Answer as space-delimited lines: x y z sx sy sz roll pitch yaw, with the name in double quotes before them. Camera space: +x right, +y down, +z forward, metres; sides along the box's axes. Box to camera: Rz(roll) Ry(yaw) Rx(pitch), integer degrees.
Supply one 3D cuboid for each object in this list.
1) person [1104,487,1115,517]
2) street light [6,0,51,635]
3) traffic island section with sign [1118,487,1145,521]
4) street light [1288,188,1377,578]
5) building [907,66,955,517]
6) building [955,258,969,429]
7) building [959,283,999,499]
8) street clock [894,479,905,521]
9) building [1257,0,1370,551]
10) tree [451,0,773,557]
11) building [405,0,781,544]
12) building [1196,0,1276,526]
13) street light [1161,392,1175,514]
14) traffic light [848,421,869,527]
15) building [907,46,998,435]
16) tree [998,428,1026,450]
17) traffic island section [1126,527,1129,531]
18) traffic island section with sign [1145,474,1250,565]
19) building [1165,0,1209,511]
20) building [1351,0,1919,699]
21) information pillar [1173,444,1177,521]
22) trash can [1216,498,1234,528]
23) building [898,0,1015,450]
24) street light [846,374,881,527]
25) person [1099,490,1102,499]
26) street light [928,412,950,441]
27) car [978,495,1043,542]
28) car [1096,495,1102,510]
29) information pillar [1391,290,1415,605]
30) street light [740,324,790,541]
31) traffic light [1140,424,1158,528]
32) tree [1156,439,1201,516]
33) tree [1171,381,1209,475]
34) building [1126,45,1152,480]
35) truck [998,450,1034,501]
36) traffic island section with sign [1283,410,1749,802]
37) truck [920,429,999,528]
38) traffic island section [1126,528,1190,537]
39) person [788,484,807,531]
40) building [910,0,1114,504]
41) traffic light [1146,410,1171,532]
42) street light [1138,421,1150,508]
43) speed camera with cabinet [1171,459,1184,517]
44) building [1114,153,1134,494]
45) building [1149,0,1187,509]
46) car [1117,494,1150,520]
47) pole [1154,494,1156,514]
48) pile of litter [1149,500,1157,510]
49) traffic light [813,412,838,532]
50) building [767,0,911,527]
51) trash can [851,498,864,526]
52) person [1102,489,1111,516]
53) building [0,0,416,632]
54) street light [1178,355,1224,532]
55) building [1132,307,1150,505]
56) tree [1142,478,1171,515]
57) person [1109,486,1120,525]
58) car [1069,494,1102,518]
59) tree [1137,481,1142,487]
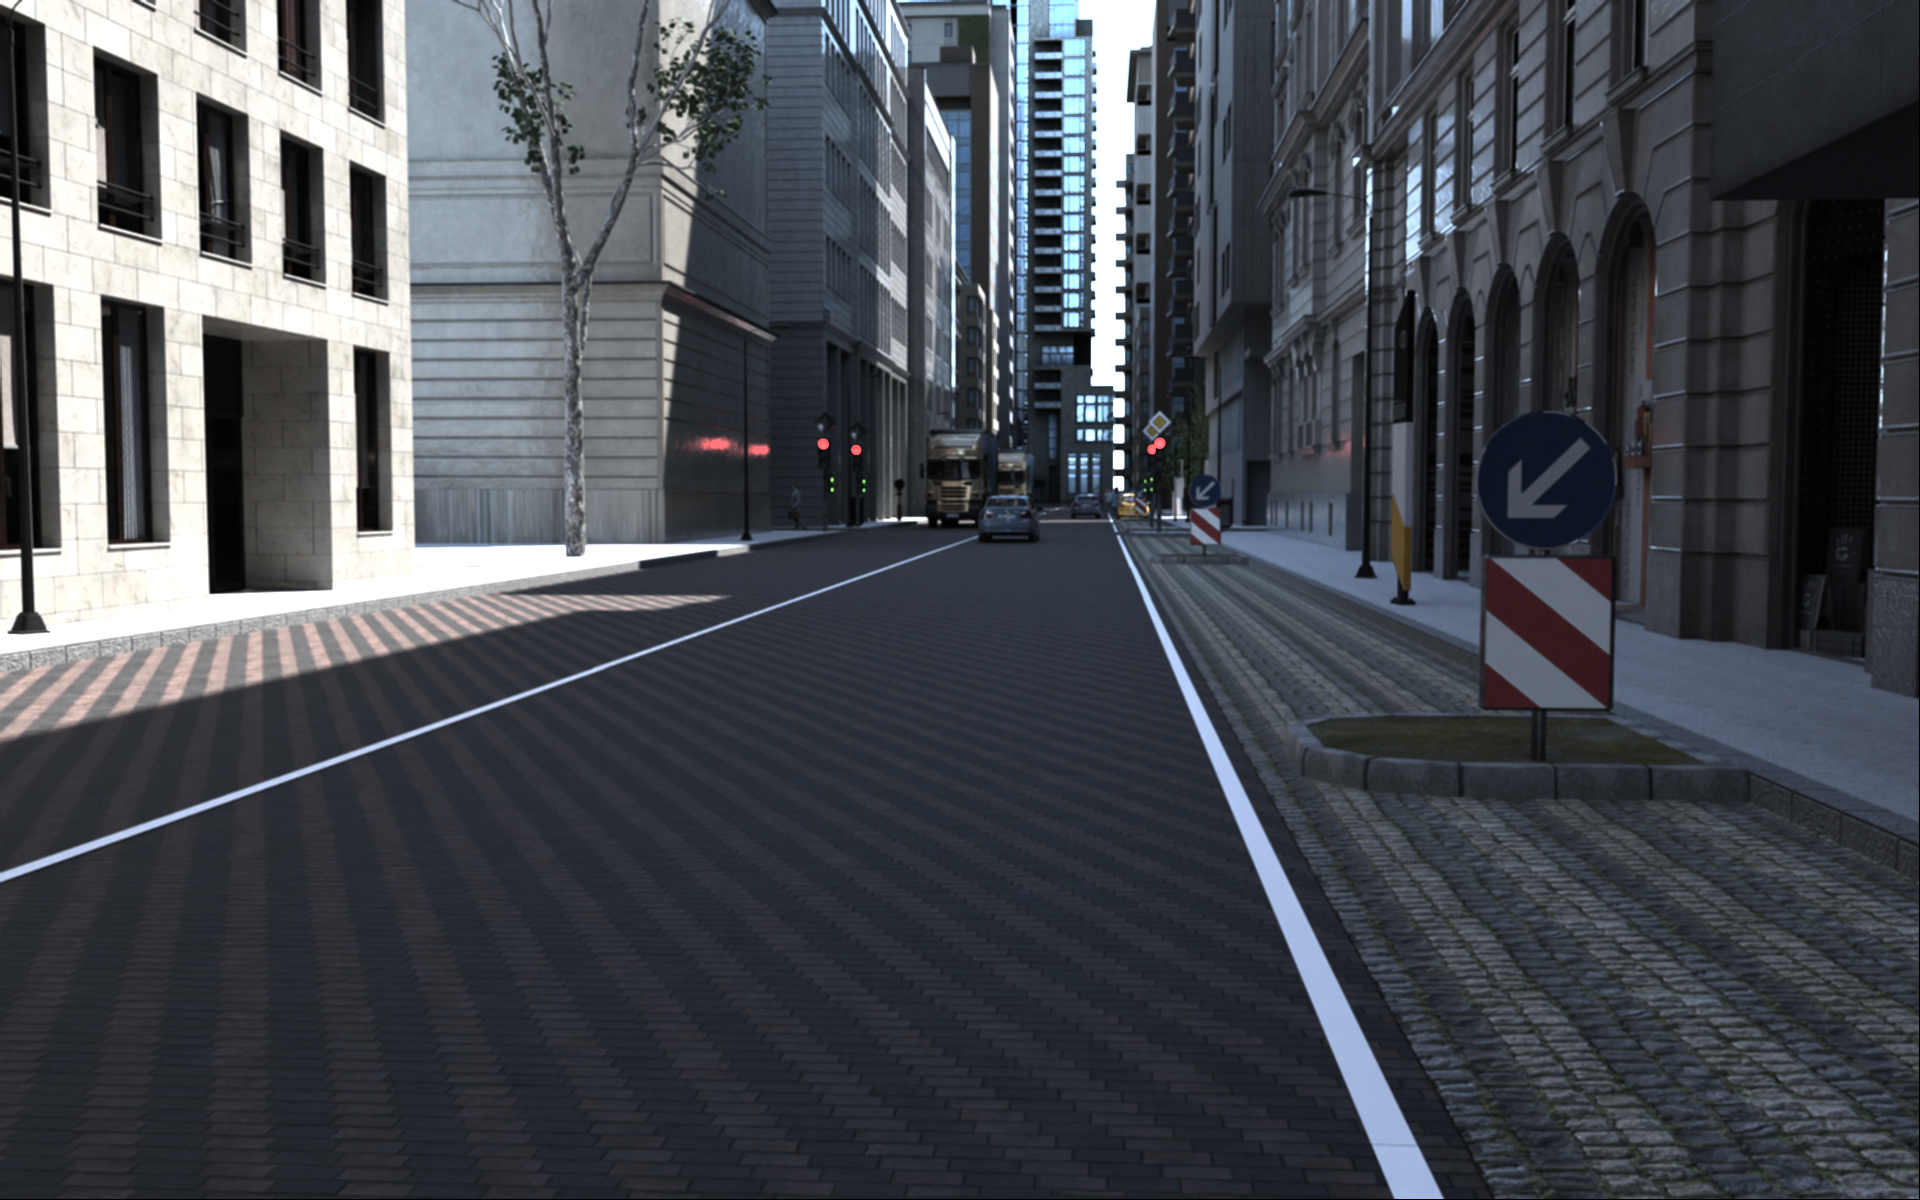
"person" 9.198 -6.014 106.690 0.748 1.841 0.638 2 4 26
"street light" -8.042 -2.642 15.741 1.470 5.913 1.316 0 4 5
"traffic island section with sign" 9.350 -5.027 90.815 1.989 1.847 2.006 0 4 5
"street light" 5.688 -3.297 26.448 1.470 5.913 1.316 0 4 5
"building" -7.128 -17.647 106.543 12.078 24.808 19.932 0 4 5
"building" -5.866 -17.793 127.080 11.583 22.565 21.152 0 4 5
"building" -11.120 -19.131 157.837 27.650 21.520 28.899 0 4 5
"street clock" -2.944 -4.857 83.980 0.471 2.002 0.358 -1 4 -20
"building" 15.517 -15.772 45.265 14.401 28.519 23.554 0 4 5
"tree" -6.612 -10.897 34.063 12.611 20.169 13.585 0 3 0
"building" -21.188 -13.389 52.189 30.059 22.955 16.112 0 4 5
"building" 24.407 -29.890 77.939 27.495 52.752 28.713 0 4 5
"street light" 9.881 -6.507 78.927 1.470 5.913 1.316 0 4 5
"traffic light" -3.954 -4.780 67.075 0.839 4.253 0.868 0 4 5
"building" -3.378 -32.291 178.068 14.600 45.320 14.200 0 4 5
"tree" 5.655 -14.874 193.558 4.360 8.622 3.978 0 3 0
"traffic island section" 7.362 -2.692 66.296 2.009 0.180 2.903 0 4 5
"traffic island section with sign" 4.926 -1.668 35.898 1.989 1.847 2.006 0 4 5
"building" 26.301 -28.773 125.058 22.147 44.769 28.867 0 4 5
"building" 12.767 -10.973 21.208 13.314 21.916 24.055 0 4 5
"information pillar" 10.086 -5.494 81.173 0.183 3.616 0.504 0 4 4
"trash can" 9.989 -3.292 65.481 0.748 1.137 0.748 0 3 0
"building" -7.796 -40.692 207.308 28.212 58.520 21.231 0 4 5
"street light" -3.739 -5.776 66.982 1.470 5.913 1.316 0 4 5
"person" 13.127 -9.381 161.954 0.705 1.814 1.350 2 4 26
"street light" -1.270 -7.681 98.127 1.470 5.913 1.316 0 4 5
"car" 1.521 -2.510 53.045 2.014 1.417 4.499 0 4 4
"car" 11.726 -8.613 153.404 1.945 1.354 3.894 0 4 5
"information pillar" 5.158 -1.762 20.166 0.183 3.616 0.504 0 4 -4
"street light" -5.357 -4.592 47.617 1.470 5.913 1.316 0 4 5
"traffic light" 7.323 -4.726 66.186 0.839 4.253 0.868 0 4 5
"tree" 12.848 -7.299 103.049 4.285 4.588 4.351 0 3 0
"tree" 15.546 -9.758 109.910 4.737 8.622 4.395 0 3 0
"building" 33.781 -37.435 201.305 28.713 52.752 27.495 0 4 5
"truck" 3.309 -7.527 111.975 2.839 4.237 11.283 0 4 5
"traffic island section with sign" 2.745 -0.025 9.031 1.989 1.847 2.006 0 4 5
"truck" 0.126 -5.392 77.066 2.839 4.237 11.283 0 4 5
"traffic island section" 6.721 -2.205 58.337 2.009 0.180 2.903 0 4 5
"person" -6.117 -3.417 64.490 0.853 1.813 0.709 -2 4 -33
"building" 5.436 -56.403 234.853 31.000 86.520 22.319 0 4 5
"traffic light" 6.681 -4.239 58.226 0.839 4.253 0.868 0 4 5
"street light" 12.212 -8.399 109.860 1.470 5.913 1.316 0 4 5
"speed camera with cabinet" 12.329 -6.350 98.161 0.660 3.252 2.038 0 4 4
"building" 36.192 -37.617 234.641 30.456 49.044 23.786 0 4 5
"building" 23.845 -30.702 152.082 14.600 45.320 14.200 0 4 5
"car" 9.524 -5.233 95.788 2.015 1.641 3.980 0 4 4
"pole" 12.589 -7.253 112.434 0.158 3.312 0.155 0 3 0
"pile of litter" 15.260 -7.625 138.637 1.176 0.858 1.719 0 4 4
"traffic light" -4.595 -4.293 59.115 0.839 4.253 0.868 0 4 5
"building" -9.447 -18.585 81.357 11.434 29.767 29.804 0 4 5
"trash can" -4.221 -3.590 70.356 0.748 1.137 0.748 0 3 0
"person" 9.603 -6.423 113.785 0.520 1.790 0.573 -1 4 -21
"building" -13.947 -9.937 17.225 10.420 20.320 16.860 0 4 5
"street light" 8.158 -5.233 58.095 1.470 5.913 1.316 0 4 5
"building" 31.512 -20.106 173.772 27.650 21.520 28.899 0 4 5
"tree" 12.634 -6.878 107.062 1.663 3.219 1.824 0 3 0
"person" 7.258 -4.438 81.332 0.793 1.790 0.793 1 4 20
"car" 7.526 -5.610 103.729 2.014 1.417 4.499 0 4 3
"tree" 15.825 -9.186 144.790 1.663 3.219 1.824 0 3 0
